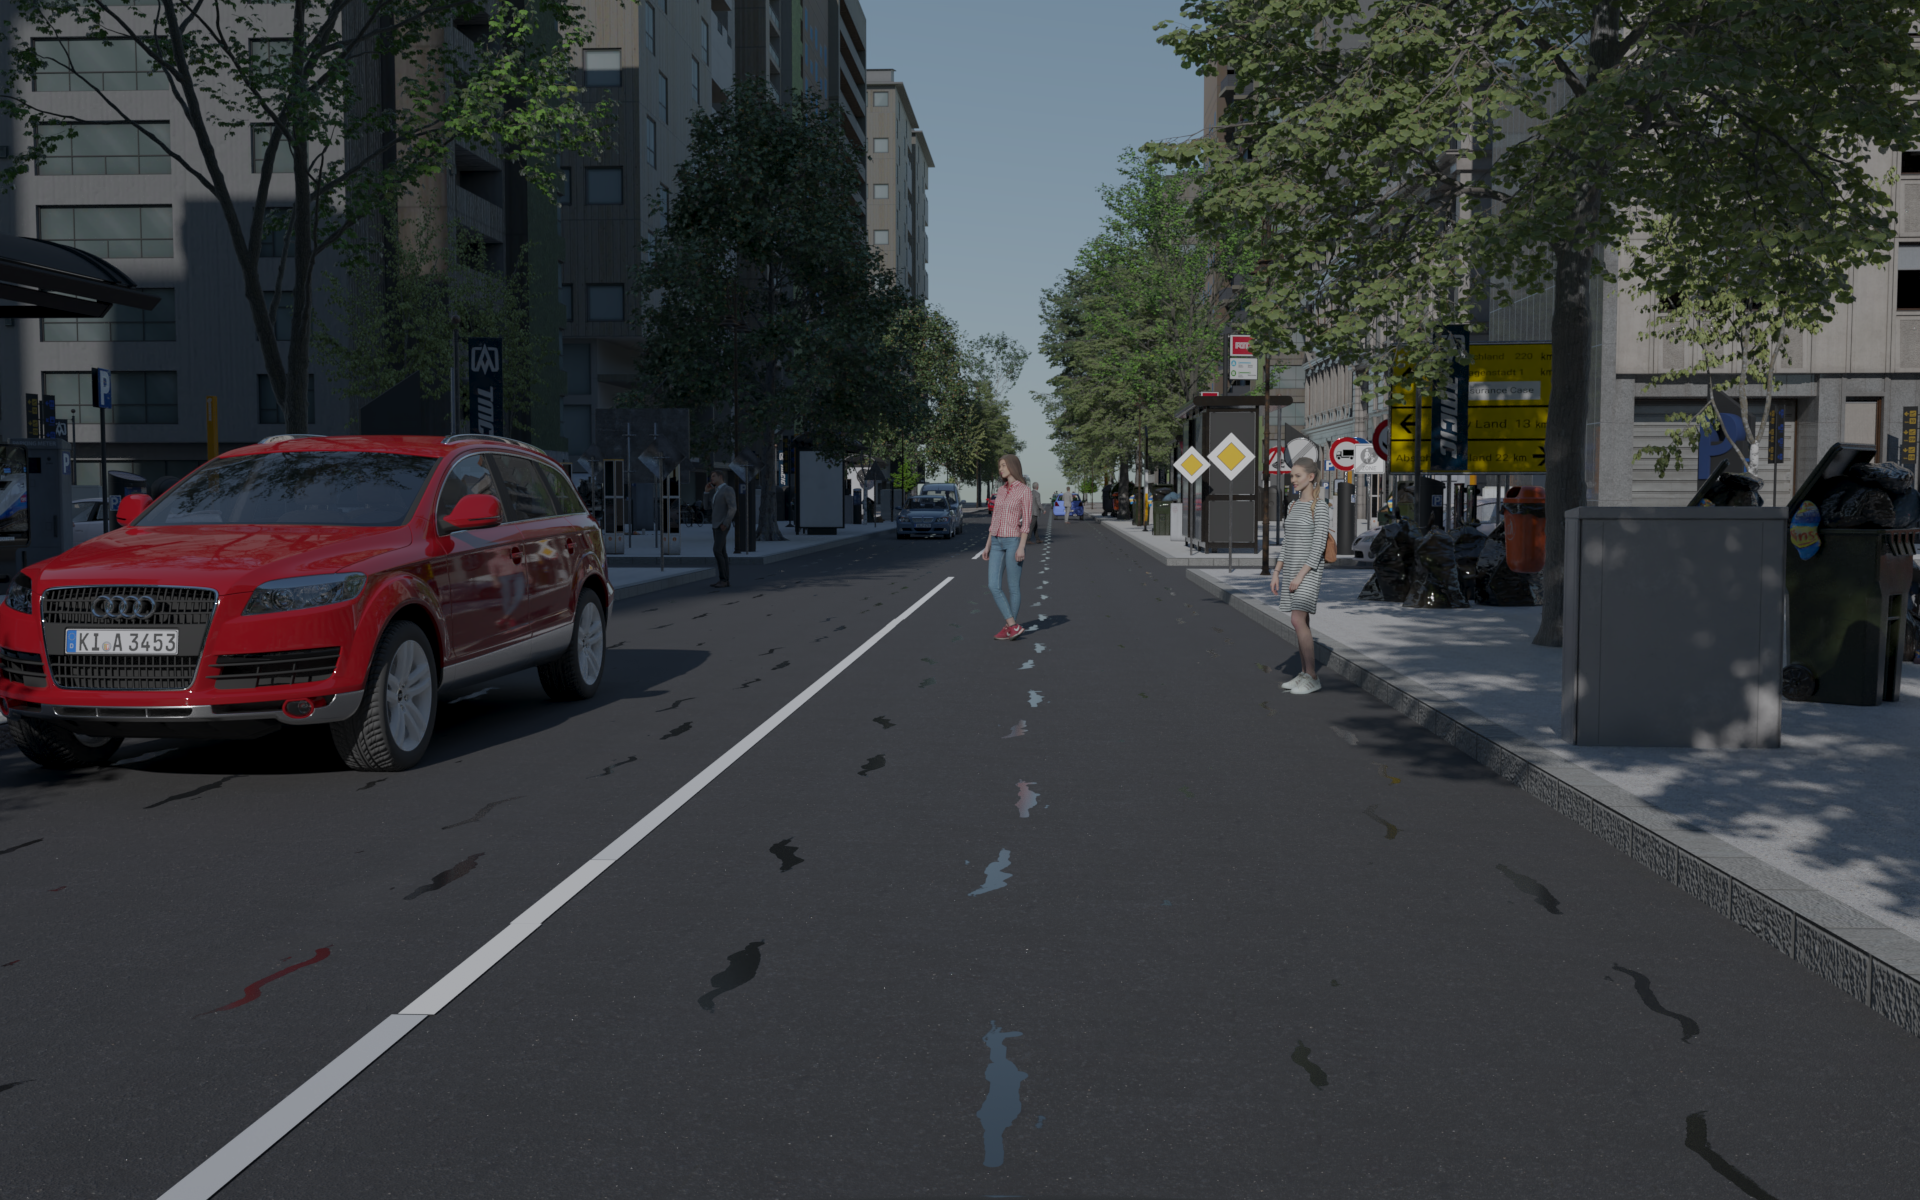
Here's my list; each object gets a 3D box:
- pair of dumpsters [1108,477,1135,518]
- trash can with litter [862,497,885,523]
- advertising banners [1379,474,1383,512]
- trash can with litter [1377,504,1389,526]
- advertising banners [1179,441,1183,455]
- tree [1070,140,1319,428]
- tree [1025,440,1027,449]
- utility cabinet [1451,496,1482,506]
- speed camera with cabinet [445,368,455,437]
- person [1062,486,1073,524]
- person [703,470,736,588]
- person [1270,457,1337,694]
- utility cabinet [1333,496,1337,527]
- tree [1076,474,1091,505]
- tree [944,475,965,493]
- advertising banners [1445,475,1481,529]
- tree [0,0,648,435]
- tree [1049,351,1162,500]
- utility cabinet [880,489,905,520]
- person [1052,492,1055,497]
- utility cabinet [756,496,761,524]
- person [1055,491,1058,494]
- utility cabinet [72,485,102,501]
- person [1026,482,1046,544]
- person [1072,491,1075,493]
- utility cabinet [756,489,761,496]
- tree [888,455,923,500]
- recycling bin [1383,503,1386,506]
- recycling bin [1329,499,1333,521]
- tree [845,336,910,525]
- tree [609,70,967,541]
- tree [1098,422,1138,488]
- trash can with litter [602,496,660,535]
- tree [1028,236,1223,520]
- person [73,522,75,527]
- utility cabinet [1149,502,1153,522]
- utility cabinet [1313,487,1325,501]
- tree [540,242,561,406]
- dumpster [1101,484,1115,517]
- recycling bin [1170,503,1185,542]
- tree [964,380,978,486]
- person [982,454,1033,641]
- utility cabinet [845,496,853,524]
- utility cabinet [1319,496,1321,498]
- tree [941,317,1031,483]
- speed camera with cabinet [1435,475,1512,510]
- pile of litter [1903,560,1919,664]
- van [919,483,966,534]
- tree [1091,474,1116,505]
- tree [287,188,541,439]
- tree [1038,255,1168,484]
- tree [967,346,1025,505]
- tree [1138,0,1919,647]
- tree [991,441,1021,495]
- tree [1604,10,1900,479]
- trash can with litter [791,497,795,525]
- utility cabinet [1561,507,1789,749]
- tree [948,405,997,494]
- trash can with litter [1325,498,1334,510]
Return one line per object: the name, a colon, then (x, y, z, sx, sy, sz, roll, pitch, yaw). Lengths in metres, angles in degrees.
pair of dumpsters: (8.981, -5.674, 95.256, 1.574, 2.255, 4.437, 0, 4, 3)
trash can with litter: (-3.899, -4.035, 77.352, 1.055, 1.170, 0.624, -3, 5, -40)
advertising banners: (11.793, -3.202, 48.545, 0.090, 3.025, 2.074, 1, 4, 12)
trash can with litter: (10.166, -1.876, 42.066, 1.055, 1.170, 0.624, 1, 4, 16)
advertising banners: (8.115, -3.753, 57.552, 2.074, 3.025, 0.090, -2, 4, -28)
tree: (6.964, -7.684, 51.382, 9.928, 11.665, 9.643, 0, 3, 0)
tree: (3.336, -17.600, 204.769, 9.611, 12.733, 9.660, 0, 3, 0)
utility cabinet: (16.205, -2.716, 55.575, 1.020, 1.237, 0.306, 0, 4, 4)
speed camera with cabinet: (-7.404, -1.979, 26.688, 0.660, 3.252, 2.038, -2, 4, -30)
person: (5.289, -4.614, 84.131, 0.606, 1.804, 0.583, 3, 4, 36)
person: (-3.709, -1.103, 26.712, 0.473, 1.802, 0.592, -1, 4, -15)
person: (2.520, -0.194, 12.679, 0.522, 1.701, 0.512, -2, 4, -27)
utility cabinet: (14.623, -3.414, 66.977, 0.306, 1.237, 1.020, 1, 4, 19)
tree: (11.619, -9.815, 155.083, 1.663, 3.219, 1.824, 0, 3, 0)
tree: (-0.458, -8.637, 135.823, 1.663, 3.219, 1.824, 0, 3, 0)
advertising banners: (7.101, -1.738, 24.609, 0.090, 3.025, 2.074, 0, 4, 3)
tree: (-7.207, -5.651, 18.144, 9.928, 11.665, 9.643, 0, 3, 0)
tree: (9.386, -10.428, 104.908, 8.767, 10.594, 7.601, 1, 4, 9)
utility cabinet: (-3.238, -4.560, 83.240, 1.173, 1.500, 0.318, 2, 4, 25)
person: (12.158, -13.045, 222.696, 0.541, 1.710, 0.530, 2, 4, 26)
utility cabinet: (-8.477, -3.874, 74.506, 1.020, 1.237, 0.306, -2, 4, -26)
person: (12.479, -13.180, 223.629, 1.348, 1.869, 0.705, 0, 4, -4)
utility cabinet: (-22.122, -2.128, 43.471, 1.173, 1.500, 0.318, 0, 4, -1)
person: (2.181, -2.488, 49.573, 0.834, 1.777, 0.661, -3, 5, -42)
person: (8.848, -7.738, 136.492, 0.593, 1.643, 0.415, 0, 4, 1)
utility cabinet: (-9.418, -4.333, 79.528, 0.318, 1.500, 1.173, 3, 4, 38)
tree: (-2.775, -5.577, 85.787, 1.663, 3.219, 1.824, 0, 3, 0)
recycling bin: (12.631, -2.270, 49.667, 0.722, 1.027, 0.722, -2, 4, -27)
recycling bin: (18.012, -4.340, 83.510, 0.722, 1.027, 0.722, 2, 4, 28)
tree: (-4.018, -7.469, 72.479, 4.737, 8.622, 4.395, 0, 3, 0)
tree: (-5.149, -7.961, 47.163, 9.611, 12.733, 9.660, 0, 3, 0)
tree: (10.733, -10.191, 116.980, 4.737, 8.622, 4.395, 0, 3, 0)
trash can with litter: (-10.599, -2.665, 54.622, 1.678, 1.210, 2.233, -3, 5, -44)
tree: (8.338, -11.014, 86.729, 9.857, 13.997, 8.962, 0, 3, 0)
person: (-16.505, -1.378, 31.709, 0.731, 1.740, 0.598, 1, 4, 14)
utility cabinet: (8.989, -4.138, 78.810, 1.020, 1.237, 0.306, 2, 4, 24)
utility cabinet: (10.563, -2.674, 52.402, 0.318, 1.500, 1.173, -1, 4, -22)
tree: (-12.720, -5.912, 47.026, 4.737, 8.622, 4.395, 0, 3, 0)
dumpster: (8.728, -5.712, 99.152, 1.264, 1.857, 1.865, 0, 4, 3)
recycling bin: (6.207, -2.112, 47.078, 0.722, 1.027, 0.722, 3, 5, 43)
tree: (1.969, -15.527, 171.995, 7.486, 12.596, 7.792, 0, 3, 0)
person: (0.453, -0.522, 17.051, 0.555, 1.821, 0.388, 2, 4, 34)
utility cabinet: (-4.732, -3.906, 75.029, 0.306, 1.237, 1.020, -1, 4, -22)
utility cabinet: (9.348, -2.169, 46.624, 0.306, 1.237, 1.020, -1, 4, -15)
tree: (1.001, -20.191, 186.017, 12.611, 20.169, 13.585, 0, 3, 0)
speed camera with cabinet: (11.781, -2.730, 38.976, 2.038, 3.252, 0.660, 2, 4, 28)
pile of litter: (7.635, 0.019, 13.660, 1.176, 0.858, 1.719, 2, 4, 32)
van: (-0.763, -3.409, 62.742, 2.013, 2.044, 4.112, 0, 4, 2)
tree: (12.102, -8.995, 141.669, 1.663, 3.219, 1.824, 0, 3, 0)
tree: (-13.413, -5.561, 41.288, 4.737, 8.622, 4.395, 0, 3, 0)
tree: (12.624, -16.762, 129.950, 12.611, 20.169, 13.585, 0, 3, 0)
tree: (-2.680, -11.203, 100.171, 9.611, 12.733, 9.660, 0, 3, 0)
tree: (5.511, -5.873, 14.154, 7.486, 12.596, 7.792, 0, 3, 0)
tree: (4.269, -17.343, 217.970, 7.601, 10.594, 8.767, 1, 4, 15)
tree: (11.655, -4.594, 25.471, 4.737, 8.622, 4.395, 0, 3, 0)
trash can with litter: (-6.496, -3.682, 71.592, 1.055, 1.170, 0.624, -3, 5, -42)
utility cabinet: (3.646, 0.139, 8.883, 1.020, 1.237, 0.306, 0, 4, 5)
tree: (0.003, -11.080, 131.522, 4.737, 8.622, 4.395, 0, 3, 0)
trash can with litter: (11.525, -2.697, 55.487, 0.624, 1.170, 1.055, 2, 4, 30)
